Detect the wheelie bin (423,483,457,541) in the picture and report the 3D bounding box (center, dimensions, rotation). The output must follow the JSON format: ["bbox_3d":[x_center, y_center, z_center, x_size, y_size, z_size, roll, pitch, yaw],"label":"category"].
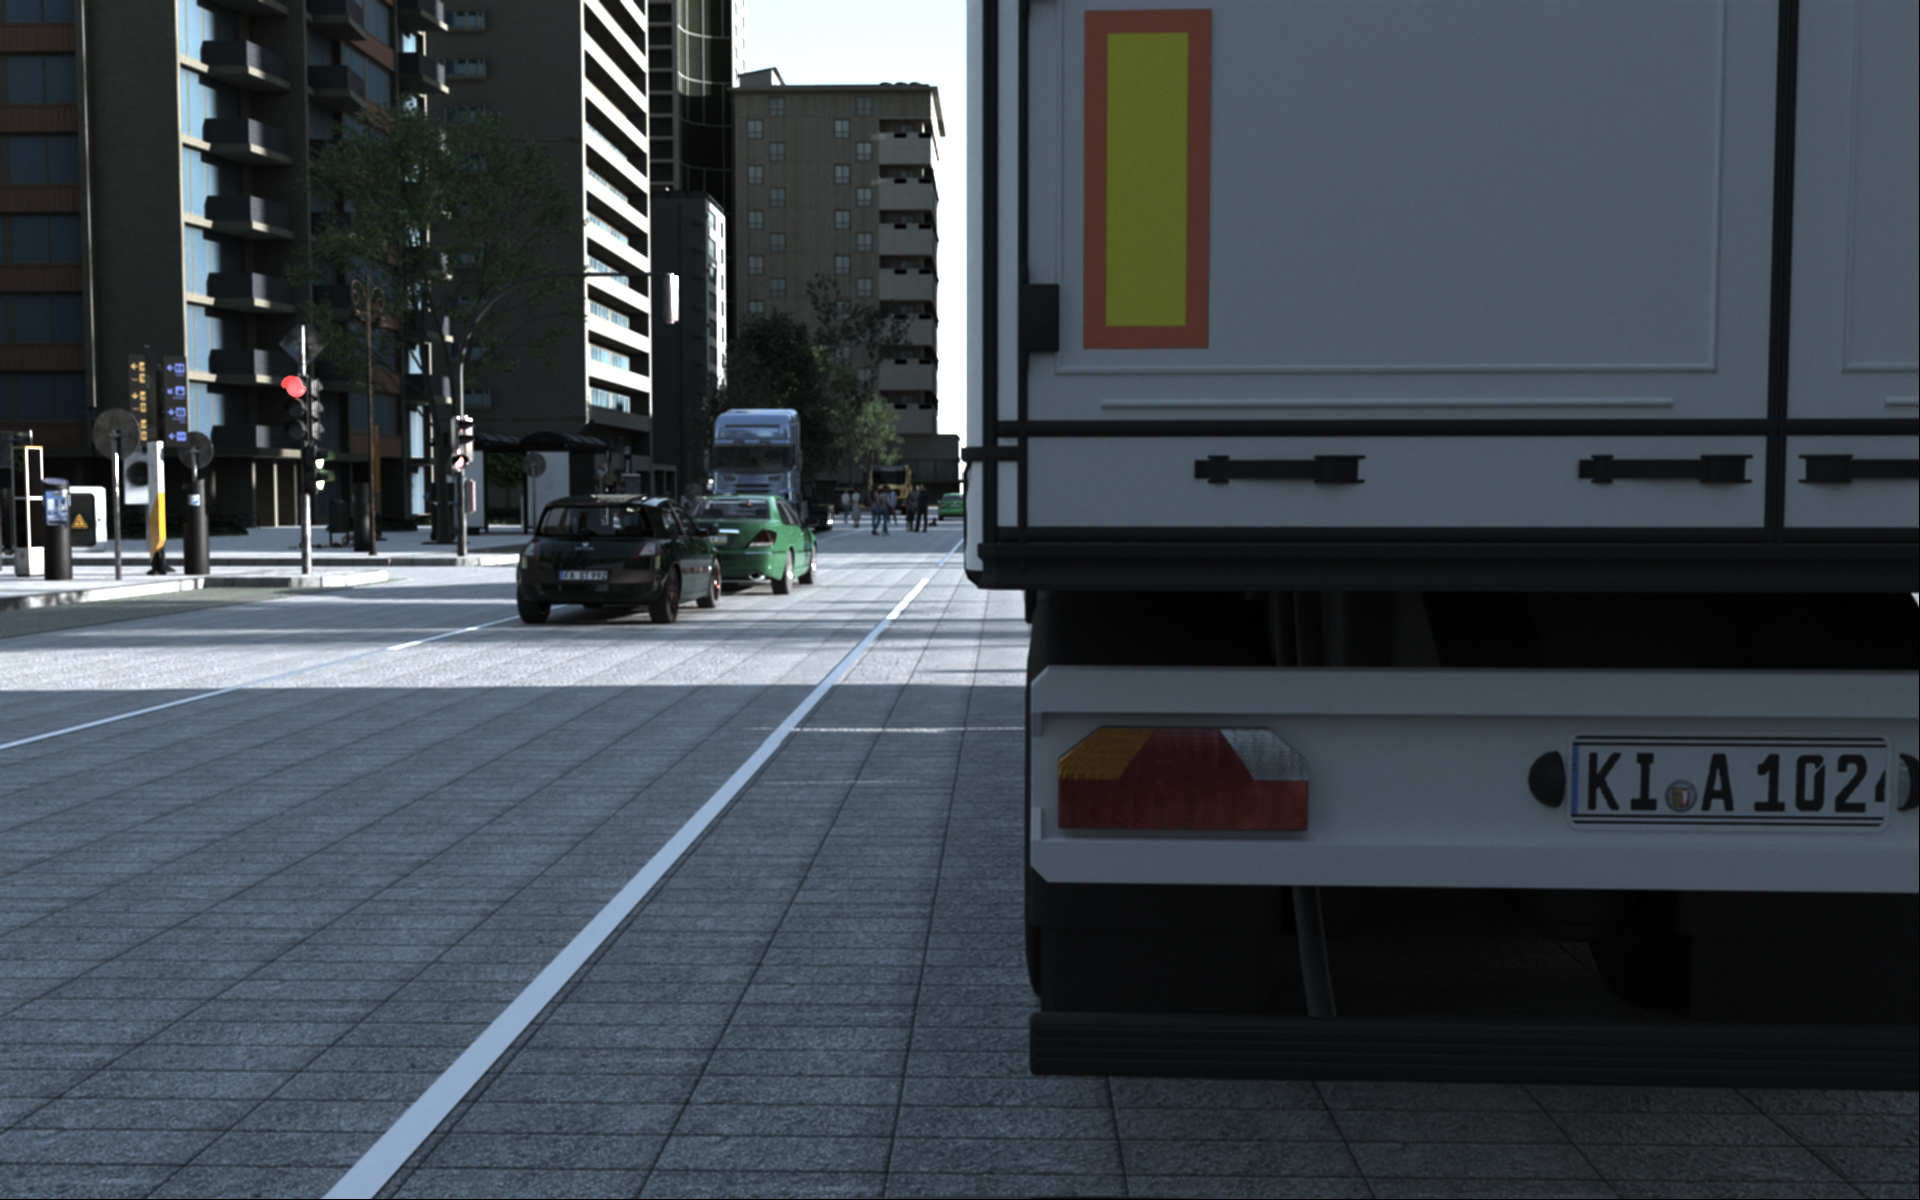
[{"bbox_3d":[-14.292,-2.437,47.757,0.980,1.594,0.693,-1,4,-14],"label":"wheelie bin"}]

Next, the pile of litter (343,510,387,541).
[{"bbox_3d":[-16.448,-2.073,47.851,1.176,0.858,1.719,-1,4,-16],"label":"pile of litter"}]

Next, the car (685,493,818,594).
[{"bbox_3d":[-3.274,-0.880,26.185,2.131,1.459,4.920,0,4,2],"label":"car"}]

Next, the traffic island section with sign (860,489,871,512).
[{"bbox_3d":[-7.279,-7.909,137.936,1.989,1.847,2.006,0,4,2],"label":"traffic island section with sign"}]

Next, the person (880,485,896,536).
[{"bbox_3d":[-2.547,-3.069,59.274,0.593,1.750,0.643,3,5,43],"label":"person"}]

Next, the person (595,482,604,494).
[{"bbox_3d":[-15.700,-4.205,74.765,0.822,1.834,0.622,0,4,7],"label":"person"}]

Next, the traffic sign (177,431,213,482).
[{"bbox_3d":[-15.568,-2.150,35.260,0.768,2.556,0.104,0,4,6],"label":"traffic sign"}]

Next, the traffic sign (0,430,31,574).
[{"bbox_3d":[-15.136,-1.566,27.727,0.606,2.300,0.079,0,4,6],"label":"traffic sign"}]

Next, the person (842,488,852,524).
[{"bbox_3d":[-5.512,-4.577,83.998,0.731,1.740,0.598,2,4,27],"label":"person"}]

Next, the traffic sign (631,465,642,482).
[{"bbox_3d":[-14.454,-4.671,76.379,0.884,2.594,0.081,0,4,6],"label":"traffic sign"}]

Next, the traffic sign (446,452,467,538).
[{"bbox_3d":[-14.701,-3.071,50.314,0.768,2.556,0.104,0,4,4],"label":"traffic sign"}]

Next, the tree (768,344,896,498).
[{"bbox_3d":[-10.679,-11.624,115.800,9.928,11.665,9.643,0,3,0],"label":"tree"}]

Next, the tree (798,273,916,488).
[{"bbox_3d":[-10.979,-18.053,151.057,12.611,20.169,13.585,0,3,0],"label":"tree"}]

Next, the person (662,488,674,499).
[{"bbox_3d":[-23.055,-7.911,136.091,1.217,1.736,0.721,-2,4,-35],"label":"person"}]

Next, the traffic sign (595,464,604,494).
[{"bbox_3d":[-14.959,-4.407,72.168,0.768,2.556,0.104,0,4,5],"label":"traffic sign"}]

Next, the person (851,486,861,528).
[{"bbox_3d":[-4.449,-3.918,73.137,0.524,1.755,0.480,3,4,39],"label":"person"}]

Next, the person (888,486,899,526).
[{"bbox_3d":[-3.071,-4.197,77.379,0.793,1.790,0.793,-2,4,-28],"label":"person"}]

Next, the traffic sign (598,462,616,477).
[{"bbox_3d":[-14.421,-4.340,70.690,0.795,2.593,0.064,1,4,9],"label":"traffic sign"}]

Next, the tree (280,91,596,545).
[{"bbox_3d":[-13.196,-7.245,44.210,9.928,11.665,9.643,0,3,0],"label":"tree"}]

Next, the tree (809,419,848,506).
[{"bbox_3d":[-10.628,-10.862,127.954,4.360,8.622,3.978,0,3,0],"label":"tree"}]

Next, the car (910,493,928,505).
[{"bbox_3d":[-3.592,-7.769,136.069,2.155,1.783,4.494,0,4,0],"label":"car"}]

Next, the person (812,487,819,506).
[{"bbox_3d":[-10.016,-6.968,120.413,0.568,1.767,0.683,2,4,29],"label":"person"}]

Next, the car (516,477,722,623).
[{"bbox_3d":[-3.956,-0.661,20.592,2.009,1.686,4.222,0,4,2],"label":"car"}]

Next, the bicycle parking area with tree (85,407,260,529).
[{"bbox_3d":[-28.831,-4.457,59.880,9.016,4.147,8.231,1,4,12],"label":"bicycle parking area with tree"}]

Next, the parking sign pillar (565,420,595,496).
[{"bbox_3d":[-13.708,-4.512,62.238,1.447,3.967,1.447,2,4,28],"label":"parking sign pillar"}]

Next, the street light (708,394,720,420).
[{"bbox_3d":[-11.084,-6.468,78.533,0.468,5.910,1.993,0,4,2],"label":"street light"}]

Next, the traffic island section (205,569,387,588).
[{"bbox_3d":[-10.535,-0.343,27.893,2.009,0.180,2.903,0,4,2],"label":"traffic island section"}]

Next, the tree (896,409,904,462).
[{"bbox_3d":[-9.632,-15.520,179.509,9.928,11.665,9.643,0,3,0],"label":"tree"}]

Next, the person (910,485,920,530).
[{"bbox_3d":[-1.736,-3.695,69.192,0.520,1.790,0.573,0,4,7],"label":"person"}]

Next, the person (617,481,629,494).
[{"bbox_3d":[-8.789,-2.236,45.412,0.721,1.781,0.623,-2,4,-32],"label":"person"}]

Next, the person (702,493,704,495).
[{"bbox_3d":[-18.190,-6.966,120.612,1.217,1.739,0.721,2,4,30],"label":"person"}]

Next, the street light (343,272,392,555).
[{"bbox_3d":[-12.336,-3.879,36.211,0.468,5.910,1.993,0,4,2],"label":"street light"}]

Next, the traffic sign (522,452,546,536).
[{"bbox_3d":[-12.918,-3.206,52.526,0.768,2.556,0.104,1,4,9],"label":"traffic sign"}]

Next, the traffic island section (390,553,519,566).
[{"bbox_3d":[-10.323,-0.831,35.875,2.009,0.180,2.903,0,4,2],"label":"traffic island section"}]

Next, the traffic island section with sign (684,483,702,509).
[{"bbox_3d":[-9.349,-3.170,60.461,1.989,1.847,2.006,0,4,2],"label":"traffic island section with sign"}]

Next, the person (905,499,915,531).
[{"bbox_3d":[-1.906,-3.263,66.523,0.362,1.253,0.373,-3,4,-36],"label":"person"}]

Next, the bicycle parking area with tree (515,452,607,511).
[{"bbox_3d":[-22.223,-7.188,104.534,9.016,4.147,8.231,-1,4,-14],"label":"bicycle parking area with tree"}]

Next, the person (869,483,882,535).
[{"bbox_3d":[-2.930,-3.180,60.501,0.555,1.821,0.388,2,4,34],"label":"person"}]

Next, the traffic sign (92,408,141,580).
[{"bbox_3d":[-12.543,-1.568,25.742,0.768,2.556,0.104,0,4,6],"label":"traffic sign"}]

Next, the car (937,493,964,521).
[{"bbox_3d":[-0.277,-5.188,93.624,1.959,1.807,4.718,0,4,0],"label":"car"}]

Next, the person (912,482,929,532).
[{"bbox_3d":[-1.456,-3.512,65.286,0.474,1.900,0.648,-3,5,-41],"label":"person"}]
